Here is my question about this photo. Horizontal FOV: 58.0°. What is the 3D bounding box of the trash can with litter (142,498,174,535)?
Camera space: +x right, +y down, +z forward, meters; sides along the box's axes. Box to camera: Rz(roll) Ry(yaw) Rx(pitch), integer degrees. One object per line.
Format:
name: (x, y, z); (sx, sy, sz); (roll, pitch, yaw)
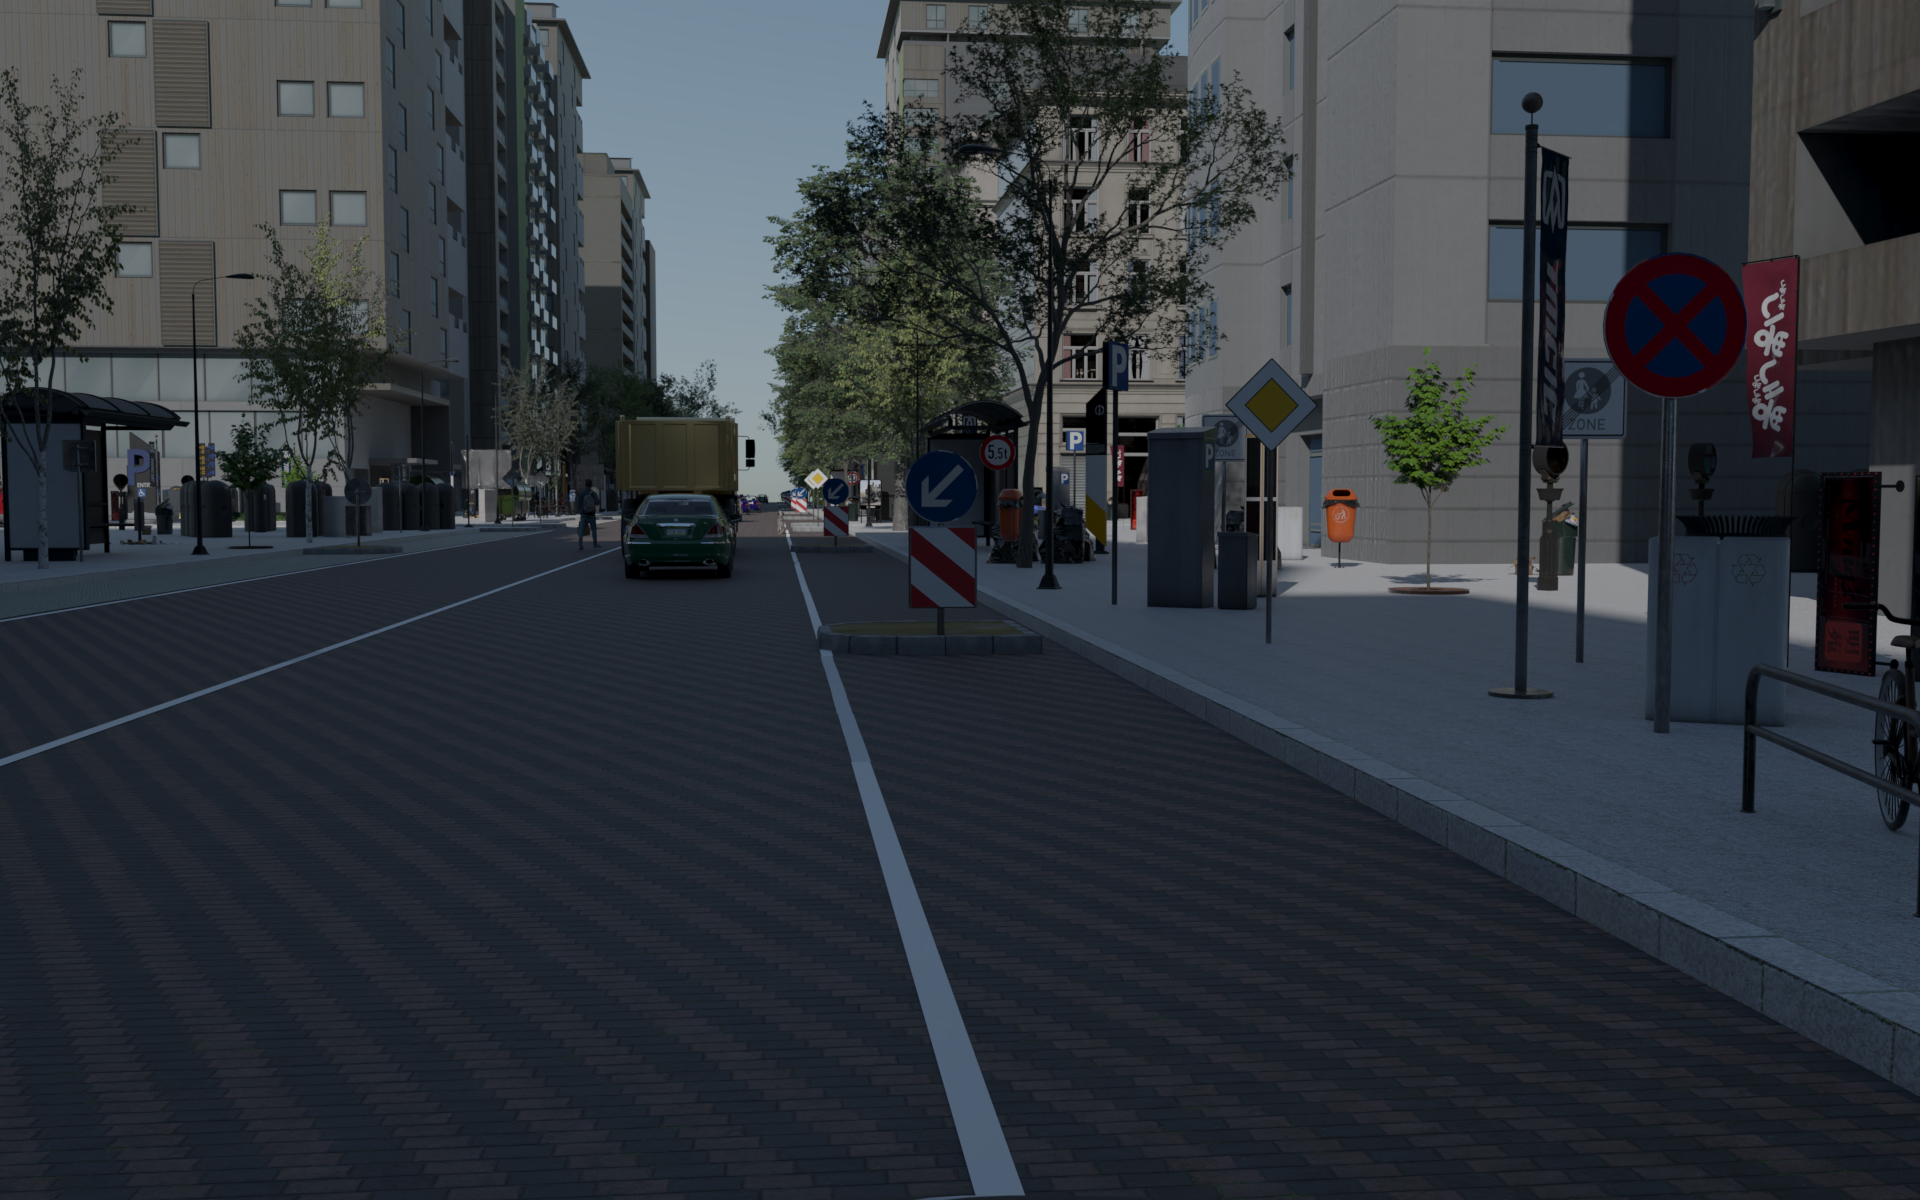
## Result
trash can with litter: (-25.365, -2.645, 54.636); (1.055, 1.170, 0.624); (-1, 4, -20)

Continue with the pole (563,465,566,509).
pole: (-27.535, -7.750, 120.560); (0.158, 3.312, 0.155); (0, 3, 0)

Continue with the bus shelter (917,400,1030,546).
bus shelter: (0.245, -2.822, 40.058); (2.014, 3.302, 5.546); (0, 4, -6)

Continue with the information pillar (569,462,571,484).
information pillar: (-28.224, -8.250, 126.248); (0.504, 3.616, 0.183); (-2, 4, -32)

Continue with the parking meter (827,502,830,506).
parking meter: (-8.666, -6.562, 115.698); (0.372, 1.533, 0.369); (0, 3, 0)

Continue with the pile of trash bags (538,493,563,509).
pile of trash bags: (-31.353, -7.398, 130.717); (3.447, 1.369, 1.912); (0, 4, 2)

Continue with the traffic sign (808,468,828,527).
traffic sign: (-5.555, -3.920, 67.732); (0.795, 2.450, 0.064); (0, 4, -6)

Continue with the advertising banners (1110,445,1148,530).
advertising banners: (6.354, -4.009, 61.735); (2.074, 3.025, 0.090); (1, 4, 15)

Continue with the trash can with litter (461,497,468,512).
trash can with litter: (-35.095, -6.831, 123.079); (1.055, 1.170, 0.624); (2, 4, 34)

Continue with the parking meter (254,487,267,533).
parking meter: (-23.359, -3.021, 57.808); (0.372, 1.533, 0.369); (0, 3, 0)

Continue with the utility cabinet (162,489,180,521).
utility cabinet: (-36.355, -4.358, 79.931); (0.318, 1.500, 1.173); (0, 4, 5)

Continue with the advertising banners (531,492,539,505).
advertising banners: (-31.513, -7.887, 125.135); (2.074, 3.025, 0.090); (-1, 4, -11)

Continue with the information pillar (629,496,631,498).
information pillar: (-27.848, -9.499, 146.655); (0.183, 3.616, 0.504); (-3, 5, -43)

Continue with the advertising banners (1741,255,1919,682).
advertising banners: (6.327, -0.982, 12.251); (0.090, 3.025, 2.074); (-1, 4, -23)

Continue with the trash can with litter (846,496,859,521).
trash can with litter: (-5.040, -4.270, 81.199); (0.624, 1.170, 1.055); (0, 4, -3)

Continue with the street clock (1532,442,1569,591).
street clock: (7.816, -1.125, 22.966); (0.471, 2.002, 0.358); (-2, 4, -33)

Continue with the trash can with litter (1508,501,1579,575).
trash can with litter: (9.215, -0.976, 27.349); (1.055, 1.170, 0.624); (1, 4, 20)

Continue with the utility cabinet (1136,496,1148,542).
utility cabinet: (4.894, -2.160, 46.470); (0.306, 1.237, 1.020); (1, 4, 9)

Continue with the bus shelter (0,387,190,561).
bus shelter: (-17.719, -2.541, 35.477); (2.014, 3.302, 5.546); (0, 4, -6)

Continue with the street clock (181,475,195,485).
street clock: (-29.181, -3.726, 65.495); (0.471, 2.002, 0.358); (-1, 4, -23)

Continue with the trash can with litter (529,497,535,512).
trash can with litter: (-30.381, -6.868, 123.681); (1.055, 1.170, 0.624); (-2, 4, -23)

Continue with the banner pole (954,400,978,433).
banner pole: (0.111, -3.429, 46.081); (0.863, 3.779, 0.401); (-2, 4, -24)

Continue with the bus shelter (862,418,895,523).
bus shelter: (-3.413, -6.320, 80.970); (2.179, 5.291, 8.768); (0, 4, -6)

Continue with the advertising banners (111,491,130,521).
advertising banners: (-40.438, -5.303, 82.889); (0.090, 3.025, 2.074); (1, 4, 16)

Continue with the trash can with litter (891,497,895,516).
trash can with litter: (-2.460, -3.917, 75.429); (1.055, 1.170, 0.624); (1, 4, 12)

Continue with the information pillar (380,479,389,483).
information pillar: (-27.185, -4.731, 81.837); (0.304, 2.012, 0.304); (-3, 5, -45)

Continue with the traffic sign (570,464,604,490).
traffic sign: (-25.477, -7.616, 118.387); (2.265, 3.308, 0.079); (0, 4, -1)

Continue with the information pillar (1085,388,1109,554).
information pillar: (2.926, -2.792, 37.008); (0.504, 3.616, 0.183); (2, 4, 28)

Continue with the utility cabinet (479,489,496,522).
utility cabinet: (-21.112, -4.210, 77.510); (0.318, 1.500, 1.173); (1, 4, 11)

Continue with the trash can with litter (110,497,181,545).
trash can with litter: (-21.033, -2.052, 44.602); (1.678, 1.210, 2.233); (-2, 4, -27)

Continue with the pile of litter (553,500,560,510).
pile of litter: (-32.227, -7.634, 138.781); (1.719, 0.858, 1.176); (1, 4, 16)

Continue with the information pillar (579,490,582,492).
information pillar: (-32.592, -8.800, 148.371); (0.304, 2.012, 0.304); (3, 4, 37)

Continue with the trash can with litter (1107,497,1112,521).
trash can with litter: (7.140, -4.418, 83.626); (0.624, 1.170, 1.055); (-2, 4, -34)

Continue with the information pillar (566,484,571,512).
information pillar: (-27.970, -7.285, 123.599); (0.304, 2.012, 0.304); (-2, 4, -33)

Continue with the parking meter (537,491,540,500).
parking meter: (-33.617, -7.926, 137.997); (0.372, 1.533, 0.369); (0, 3, 0)

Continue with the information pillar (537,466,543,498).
information pillar: (-34.189, -9.158, 141.088); (0.504, 3.616, 0.183); (-1, 4, -19)

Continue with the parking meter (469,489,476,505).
parking meter: (-27.550, -5.628, 97.731); (0.399, 1.863, 0.255); (-2, 4, -29)

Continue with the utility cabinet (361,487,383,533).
utility cabinet: (-19.575, -2.950, 56.915); (1.173, 1.500, 0.318); (1, 4, 16)

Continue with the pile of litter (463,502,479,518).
pile of litter: (-25.756, -4.785, 92.200); (1.176, 0.858, 1.719); (3, 5, 41)

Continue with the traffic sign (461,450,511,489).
traffic sign: (-21.767, -5.245, 79.626); (2.265, 3.308, 0.079); (0, 4, -2)

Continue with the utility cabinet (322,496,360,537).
utility cabinet: (-18.547, -2.486, 51.810); (1.020, 1.237, 0.306); (1, 4, 20)

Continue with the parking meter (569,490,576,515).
parking meter: (-23.253, -5.847, 104.010); (0.372, 1.533, 0.369); (0, 3, 0)

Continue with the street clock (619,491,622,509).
street clock: (-28.756, -8.709, 146.962); (0.471, 2.002, 0.358); (-1, 4, -12)

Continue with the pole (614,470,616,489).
pole: (-29.032, -9.285, 145.653); (0.158, 3.312, 0.155); (0, 3, 0)

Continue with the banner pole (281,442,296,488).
banner pole: (-32.487, -5.748, 83.990); (0.863, 3.779, 0.401); (-1, 4, -8)

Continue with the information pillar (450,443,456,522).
information pillar: (-23.082, -5.345, 78.751); (0.183, 3.616, 0.504); (-1, 4, -12)

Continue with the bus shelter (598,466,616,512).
bus shelter: (-25.754, -7.928, 123.538); (2.014, 3.302, 5.546); (0, 4, -6)

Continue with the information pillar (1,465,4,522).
information pillar: (-23.724, -2.375, 43.327); (0.304, 2.012, 0.304); (3, 4, 38)

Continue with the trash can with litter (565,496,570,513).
trash can with litter: (-25.989, -6.432, 116.547); (0.624, 1.170, 1.055); (3, 4, 36)

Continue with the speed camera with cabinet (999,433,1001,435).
speed camera with cabinet: (0.317, -3.049, 44.180); (2.038, 3.252, 0.660); (0, 4, -1)

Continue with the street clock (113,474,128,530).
street clock: (-29.805, -3.484, 61.542); (0.471, 2.002, 0.358); (-2, 4, -33)

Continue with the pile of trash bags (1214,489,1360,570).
pile of trash bags: (5.164, -1.241, 30.042); (3.447, 1.369, 1.912); (1, 4, 10)

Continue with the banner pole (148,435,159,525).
banner pole: (-33.780, -5.054, 72.651); (0.401, 3.779, 0.863); (0, 4, 3)

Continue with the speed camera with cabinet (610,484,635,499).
speed camera with cabinet: (-28.802, -9.386, 147.791); (2.038, 3.252, 0.660); (0, 4, -1)

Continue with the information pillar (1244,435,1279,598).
information pillar: (3.745, -1.043, 21.541); (0.304, 2.012, 0.304); (-3, 4, -38)

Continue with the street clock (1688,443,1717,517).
street clock: (10.527, -1.225, 24.604); (0.358, 2.002, 0.471); (3, 5, 45)

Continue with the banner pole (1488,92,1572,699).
banner pole: (3.715, -1.288, 11.080); (0.401, 3.779, 0.863); (3, 5, 40)

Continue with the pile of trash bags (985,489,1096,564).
pile of trash bags: (1.354, -1.364, 32.058); (1.912, 1.369, 3.447); (1, 4, 17)

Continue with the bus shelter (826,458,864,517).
bus shelter: (-6.677, -6.503, 100.248); (2.014, 3.302, 5.546); (0, 4, -6)
